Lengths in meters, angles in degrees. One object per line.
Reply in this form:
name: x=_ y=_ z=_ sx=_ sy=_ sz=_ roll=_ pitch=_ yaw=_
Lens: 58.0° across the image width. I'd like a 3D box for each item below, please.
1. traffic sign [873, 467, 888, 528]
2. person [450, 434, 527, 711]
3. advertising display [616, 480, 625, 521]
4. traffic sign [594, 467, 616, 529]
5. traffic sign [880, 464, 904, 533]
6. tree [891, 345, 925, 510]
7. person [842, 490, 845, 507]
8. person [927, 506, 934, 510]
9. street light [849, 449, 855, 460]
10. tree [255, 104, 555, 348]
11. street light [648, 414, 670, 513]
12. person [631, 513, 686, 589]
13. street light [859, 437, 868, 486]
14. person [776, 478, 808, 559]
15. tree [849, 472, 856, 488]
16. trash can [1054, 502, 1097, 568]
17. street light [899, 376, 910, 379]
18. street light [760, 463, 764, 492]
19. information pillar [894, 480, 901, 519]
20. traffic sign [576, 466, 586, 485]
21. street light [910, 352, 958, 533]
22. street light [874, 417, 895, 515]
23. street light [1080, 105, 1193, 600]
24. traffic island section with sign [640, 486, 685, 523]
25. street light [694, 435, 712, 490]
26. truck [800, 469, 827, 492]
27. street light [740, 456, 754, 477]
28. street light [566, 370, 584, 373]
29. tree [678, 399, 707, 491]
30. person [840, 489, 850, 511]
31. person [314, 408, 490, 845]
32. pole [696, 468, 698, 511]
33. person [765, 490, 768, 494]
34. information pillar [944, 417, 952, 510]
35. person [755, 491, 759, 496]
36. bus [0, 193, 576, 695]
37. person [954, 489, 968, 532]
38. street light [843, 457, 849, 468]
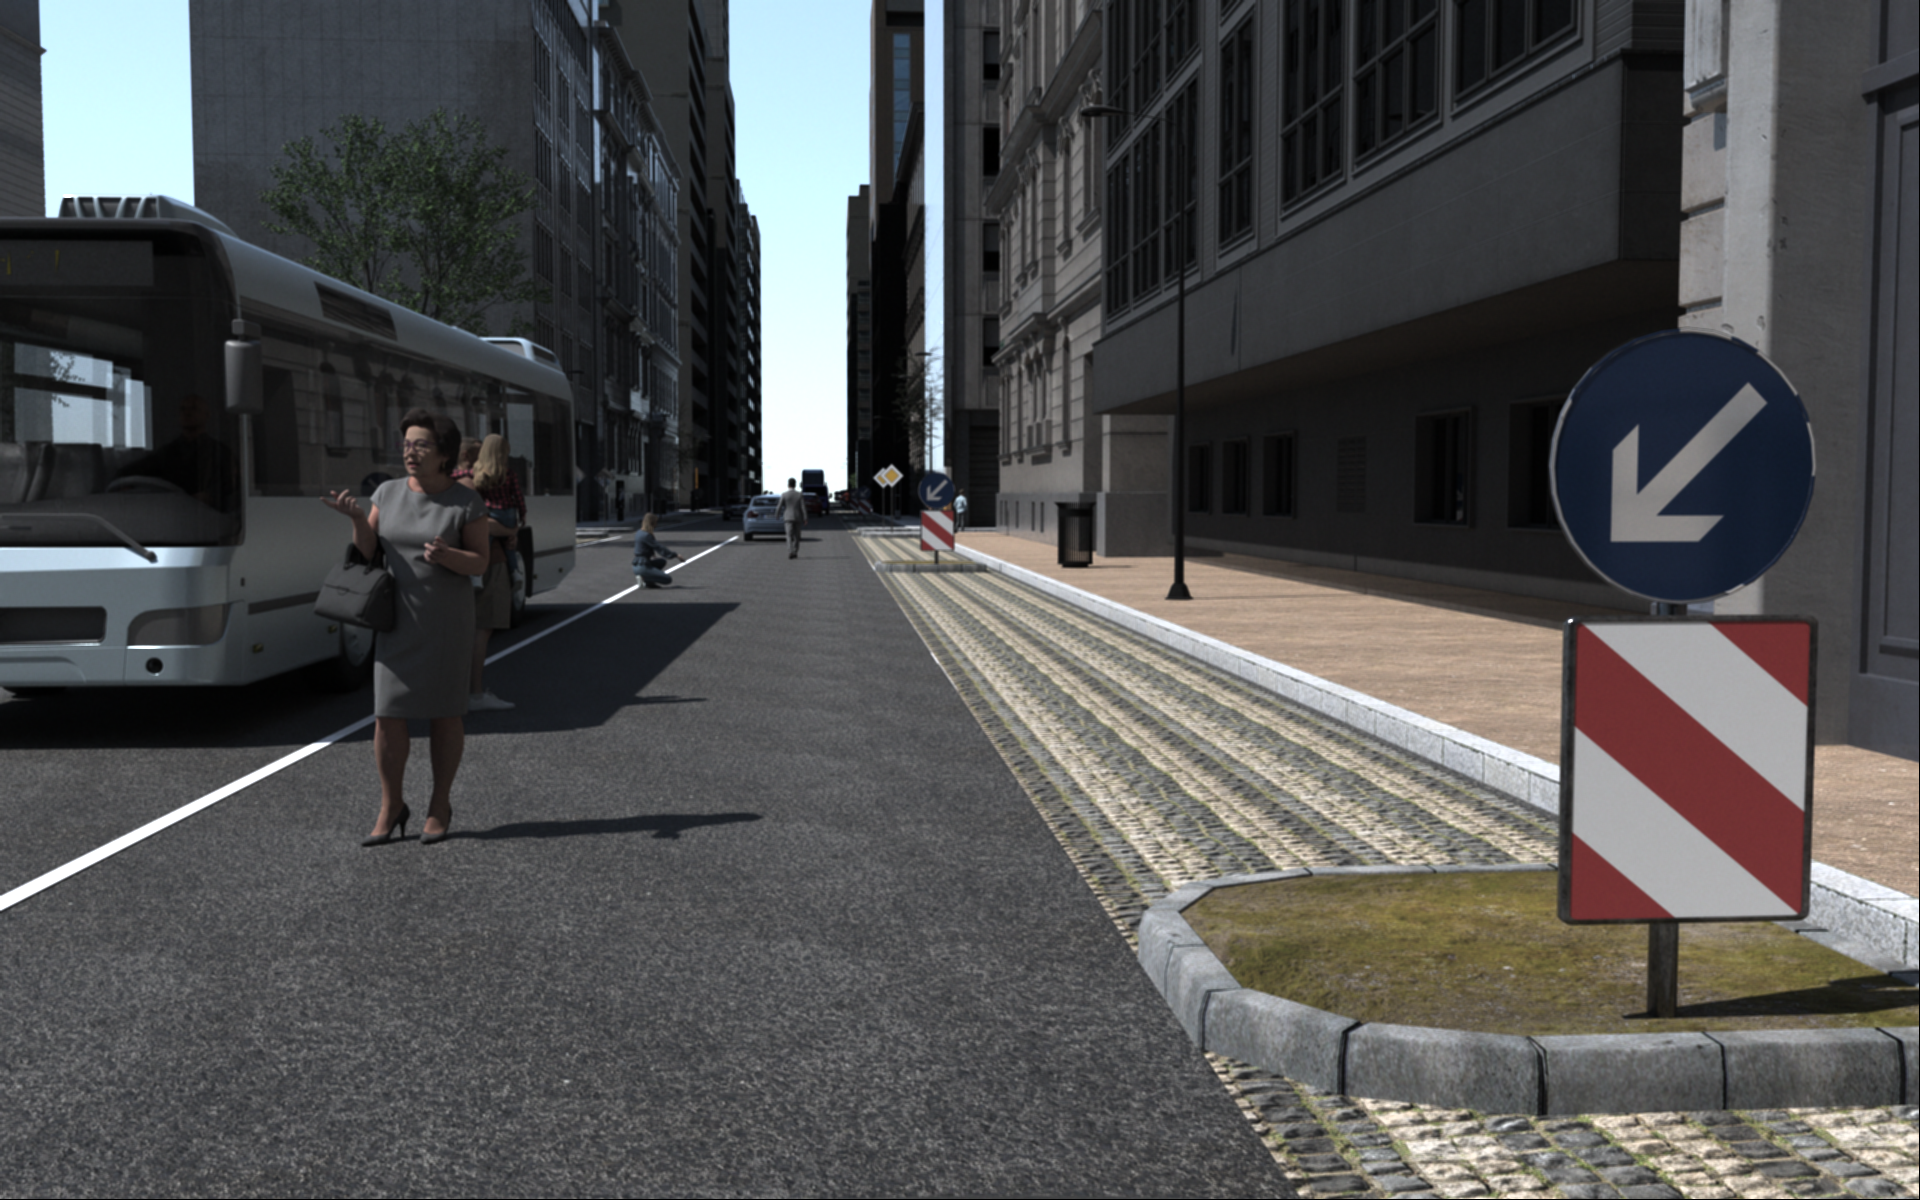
traffic sign: x=-2.882 y=-3.762 z=65.158 sx=0.795 sy=2.450 sz=0.064 roll=0 pitch=4 yaw=-5
person: x=-3.176 y=-0.189 z=11.569 sx=0.580 sy=1.828 sz=0.573 roll=1 pitch=4 yaw=17
advertising display: x=-16.013 y=-4.675 z=81.642 sx=0.123 sy=1.923 sz=0.974 roll=0 pitch=4 yaw=5
traffic sign: x=-13.196 y=-3.714 z=64.367 sx=0.795 sy=2.450 sz=0.064 roll=0 pitch=4 yaw=-5
traffic sign: x=-2.253 y=-3.276 z=57.198 sx=0.795 sy=2.450 sz=0.064 roll=0 pitch=4 yaw=-5
tree: x=-1.419 y=-7.992 z=81.035 sx=4.360 sy=8.622 sz=3.978 roll=0 pitch=3 yaw=0
person: x=-11.730 y=-10.086 z=173.371 sx=0.705 sy=1.831 sz=1.348 roll=-1 pitch=4 yaw=-17
person: x=-0.841 y=-2.077 z=47.133 sx=0.373 sy=1.253 sz=0.362 roll=1 pitch=4 yaw=15
street light: x=-10.499 y=-12.703 z=180.240 sx=1.470 sy=5.913 sz=1.316 roll=0 pitch=4 yaw=-5
tree: x=-14.978 y=-7.428 z=47.202 sx=9.928 sy=11.665 sz=9.643 roll=0 pitch=3 yaw=0
street light: x=-17.555 y=-7.854 z=100.953 sx=1.470 sy=5.913 sz=1.316 roll=0 pitch=4 yaw=-5
person: x=-4.654 y=-0.757 z=26.377 sx=0.738 sy=1.151 sz=1.012 roll=-1 pitch=4 yaw=-23
street light: x=-7.724 y=-10.509 z=144.364 sx=1.470 sy=5.913 sz=1.316 roll=0 pitch=4 yaw=-5
person: x=-3.730 y=-1.816 z=38.465 sx=0.678 sy=1.792 sz=0.850 roll=-1 pitch=4 yaw=-12
tree: x=-12.756 y=-14.656 z=223.339 sx=4.285 sy=4.588 sz=4.351 roll=0 pitch=3 yaw=0
trash can: x=2.015 y=-1.138 z=30.265 sx=0.748 sy=1.137 sz=0.748 roll=0 pitch=3 yaw=0
street light: x=-1.681 y=-5.840 z=68.028 sx=1.470 sy=5.913 sz=1.316 roll=0 pitch=4 yaw=-5
street light: x=-30.027 y=-17.541 z=259.329 sx=1.470 sy=5.913 sz=1.316 roll=0 pitch=4 yaw=-5
information pillar: x=-3.157 y=-5.077 z=87.502 sx=0.304 sy=2.012 sz=0.304 roll=0 pitch=4 yaw=-7
traffic sign: x=-12.567 y=-3.227 z=56.407 sx=0.795 sy=2.450 sz=0.064 roll=0 pitch=4 yaw=-5
street light: x=-0.795 y=-5.152 z=56.773 sx=1.470 sy=5.913 sz=1.316 roll=0 pitch=4 yaw=-5
street light: x=-4.454 y=-8.034 z=103.905 sx=1.470 sy=5.913 sz=1.316 roll=0 pitch=4 yaw=-5
street light: x=2.131 y=-2.958 z=20.909 sx=1.470 sy=5.913 sz=1.316 roll=0 pitch=4 yaw=-5
traffic island section with sign: x=-15.012 y=-4.793 z=87.000 sx=1.989 sy=1.847 sz=2.006 roll=0 pitch=4 yaw=-5
street light: x=-20.756 y=-10.266 z=140.384 sx=1.470 sy=5.913 sz=1.316 roll=0 pitch=4 yaw=-5
truck: x=-15.695 y=-11.850 z=183.509 sx=2.967 sy=4.110 sz=18.799 roll=0 pitch=4 yaw=-4
street light: x=-27.207 y=-15.346 z=223.444 sx=1.470 sy=5.913 sz=1.316 roll=0 pitch=4 yaw=-5
street light: x=-14.786 y=-5.657 z=65.035 sx=1.470 sy=5.913 sz=1.316 roll=0 pitch=4 yaw=-5
tree: x=-21.563 y=-11.086 z=131.623 sx=4.360 sy=8.622 sz=3.978 roll=0 pitch=3 yaw=0
person: x=-9.423 y=-8.348 z=144.920 sx=1.348 sy=1.831 sz=0.705 roll=-1 pitch=4 yaw=-14
person: x=-2.298 y=0.110 z=7.063 sx=0.716 sy=1.782 sz=0.532 roll=0 pitch=4 yaw=3
pole: x=-20.373 y=-8.584 z=134.198 sx=0.158 sy=3.312 sz=0.155 roll=0 pitch=3 yaw=0
person: x=-15.703 y=-8.098 z=141.608 sx=0.721 sy=1.736 sz=1.217 roll=-1 pitch=4 yaw=-9
information pillar: x=-0.381 y=-3.748 z=52.638 sx=0.183 sy=3.616 sz=0.504 roll=1 pitch=4 yaw=20
person: x=-22.579 y=-11.276 z=193.538 sx=1.217 sy=1.739 sz=0.721 roll=-3 pitch=4 yaw=-38
bus: x=-5.745 y=-1.246 z=15.225 sx=2.948 sy=3.499 sz=13.247 roll=0 pitch=4 yaw=-3
person: x=0.061 y=-3.061 z=60.350 sx=0.330 sy=1.601 sz=0.589 roll=-3 pitch=5 yaw=-44
street light: x=-14.272 y=-15.564 z=227.011 sx=1.470 sy=5.913 sz=1.316 roll=0 pitch=4 yaw=-5
